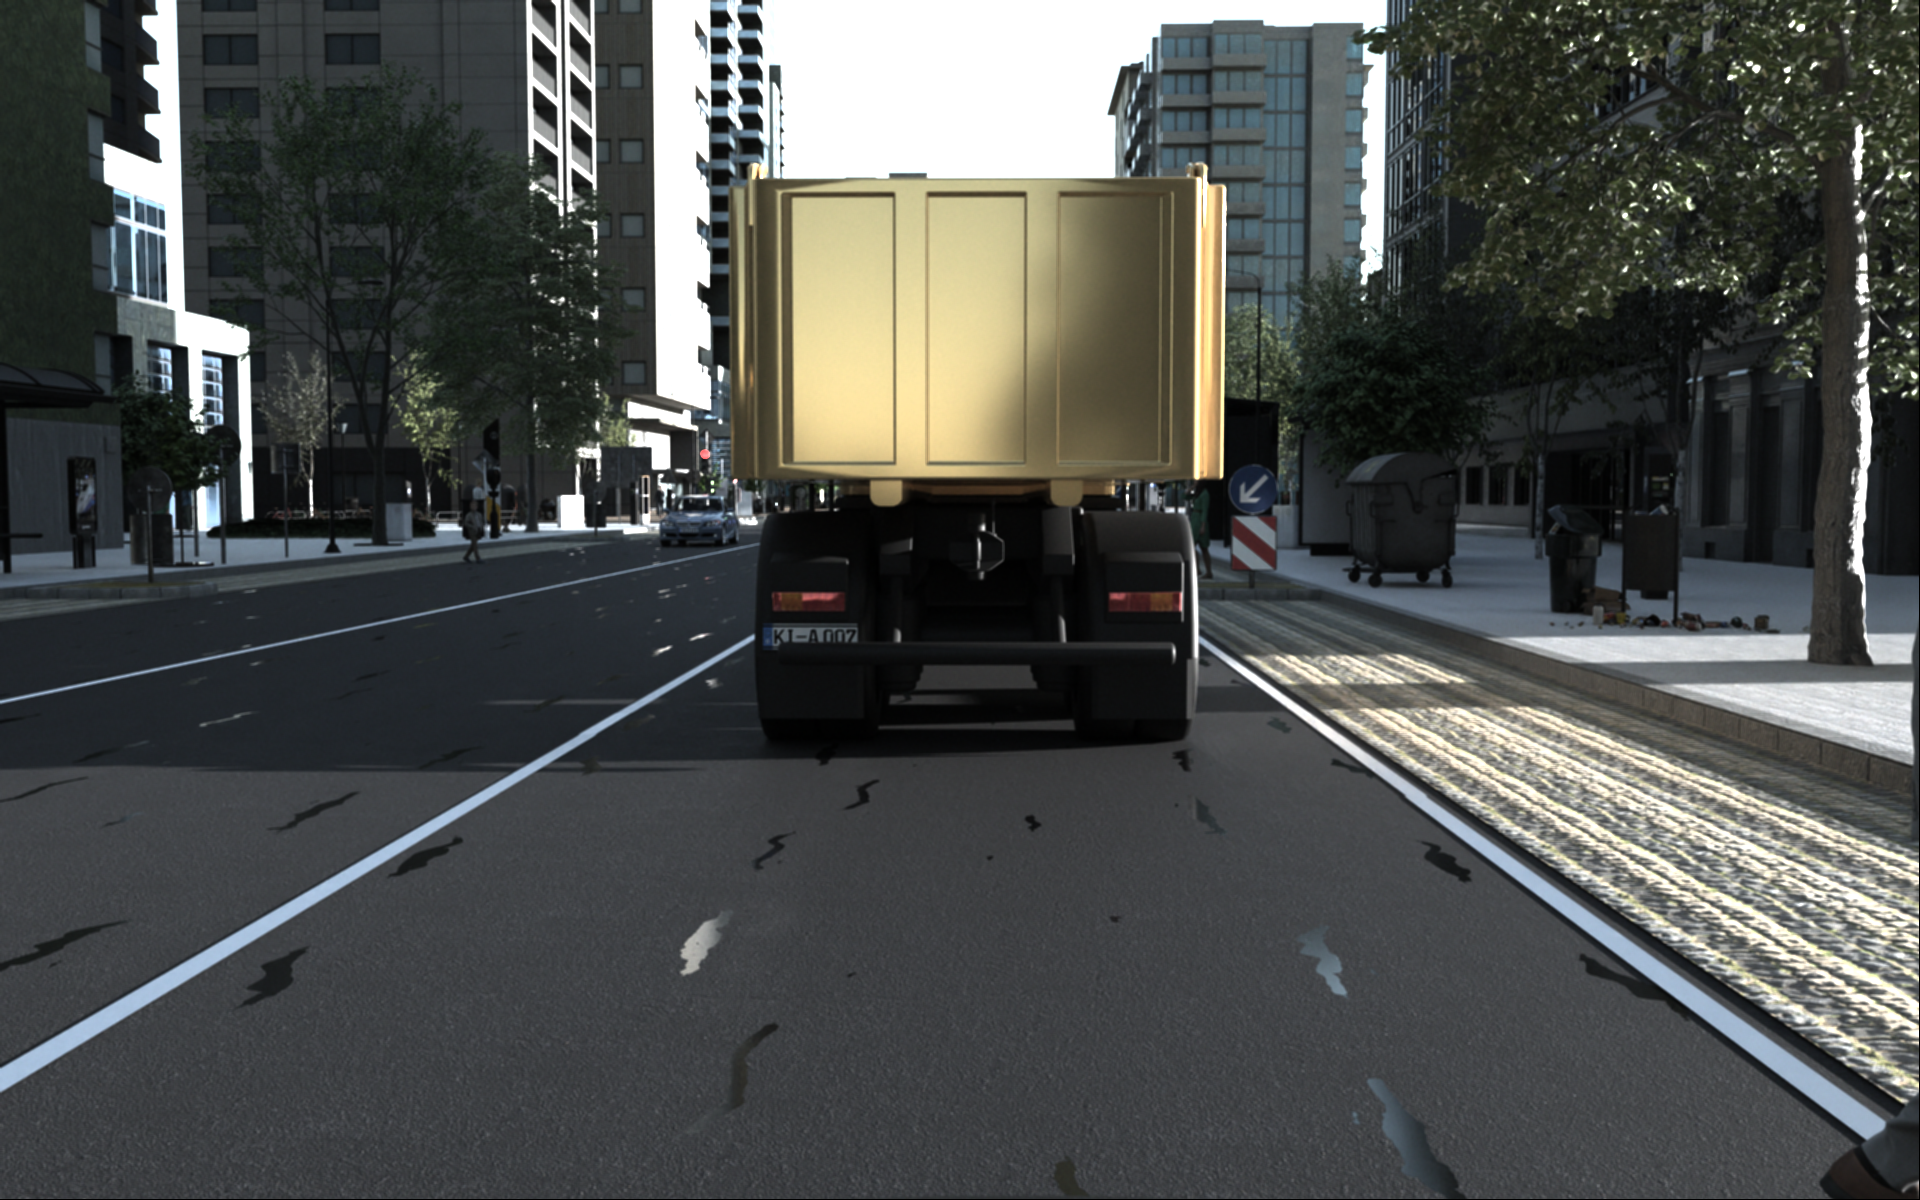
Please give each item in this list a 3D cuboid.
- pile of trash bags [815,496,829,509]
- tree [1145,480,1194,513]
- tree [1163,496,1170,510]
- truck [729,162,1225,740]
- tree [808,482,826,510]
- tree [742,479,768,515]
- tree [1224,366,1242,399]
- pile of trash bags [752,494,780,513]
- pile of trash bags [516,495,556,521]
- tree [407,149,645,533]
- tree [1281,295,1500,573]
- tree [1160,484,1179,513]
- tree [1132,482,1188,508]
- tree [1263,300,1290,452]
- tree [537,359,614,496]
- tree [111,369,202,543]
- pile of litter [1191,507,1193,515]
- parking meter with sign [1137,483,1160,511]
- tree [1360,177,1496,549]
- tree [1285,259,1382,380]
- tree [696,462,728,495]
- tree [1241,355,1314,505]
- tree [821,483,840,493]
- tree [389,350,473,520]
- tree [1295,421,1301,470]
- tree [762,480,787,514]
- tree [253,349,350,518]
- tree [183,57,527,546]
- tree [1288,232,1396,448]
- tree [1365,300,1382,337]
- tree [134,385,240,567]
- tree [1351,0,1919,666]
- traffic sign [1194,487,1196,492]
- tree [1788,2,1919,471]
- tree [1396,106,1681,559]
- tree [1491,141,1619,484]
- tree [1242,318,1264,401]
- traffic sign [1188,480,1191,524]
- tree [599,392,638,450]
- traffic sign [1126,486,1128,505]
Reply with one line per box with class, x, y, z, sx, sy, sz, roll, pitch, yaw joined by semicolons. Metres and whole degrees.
pile of trash bags;-12.674;-8.333;146.002;3.447;1.369;1.912;-3;4;-38
tree;7.188;-4.514;57.513;4.285;4.588;4.351;0;3;0
tree;16.316;-13.016;138.559;9.928;11.665;9.643;0;3;0
truck;0.139;-1.087;13.699;3.469;3.379;9.791;0;4;1
tree;-12.027;-9.064;142.798;1.663;3.219;1.824;0;3;0
tree;-13.058;-6.943;108.124;1.663;3.219;1.824;0;3;0
tree;12.545;-7.320;70.048;4.737;8.622;4.395;0;3;0
pile of trash bags;-13.480;-6.496;115.969;1.912;1.369;3.447;1;4;19
pile of trash bags;-20.090;-4.510;83.484;3.447;1.369;1.912;0;4;-6
tree;-14.497;-8.557;58.036;7.486;12.596;7.792;0;3;0
tree;7.053;-2.755;28.759;4.285;4.588;4.351;0;3;0
tree;13.797;-10.216;117.385;4.737;8.622;4.395;0;3;0
tree;12.705;-9.873;111.791;4.360;8.622;3.978;0;3;0
tree;12.088;-6.260;52.706;4.737;8.622;4.395;0;3;0
tree;-19.056;-8.335;86.647;4.360;8.622;3.978;0;3;0
tree;-21.686;-3.781;45.530;4.285;4.588;4.351;0;3;0
pile of litter;8.426;-2.955;62.275;1.719;0.858;1.176;1;4;19
parking meter with sign;7.358;-4.364;67.606;0.543;3.016;1.738;-2;4;-25
tree;11.403;-5.482;39.995;4.360;8.622;3.978;0;3;0
tree;30.880;-17.228;137.574;12.611;20.169;13.585;0;3;0
tree;-13.387;-5.931;91.568;1.663;3.219;1.824;0;3;0
tree;17.683;-8.633;91.507;4.360;8.622;3.978;0;3;0
tree;-11.981;-10.762;159.668;4.285;4.588;4.351;0;3;0
tree;-26.234;-8.266;85.506;4.737;8.622;4.395;0;3;0
tree;33.045;-14.350;151.623;9.611;12.733;9.660;0;3;0
tree;-12.552;-9.898;112.191;4.360;8.622;3.978;0;3;0
tree;-32.984;-8.363;87.092;4.360;8.622;3.978;0;3;0
tree;-14.507;-7.146;42.591;9.928;11.665;9.643;0;3;0
tree;11.832;-5.914;47.048;4.737;8.622;4.395;0;3;0
tree;28.736;-12.674;113.870;9.857;13.997;8.962;0;3;0
tree;-13.786;-2.202;30.610;1.663;3.219;1.824;0;3;0
tree;6.286;-5.781;12.640;7.486;12.596;7.792;0;3;0
traffic sign;8.290;-3.725;61.017;0.768;2.556;0.104;0;4;2
tree;11.612;-4.420;22.625;4.360;8.622;3.978;0;3;0
tree;11.640;-5.112;33.940;4.737;8.622;4.395;0;3;0
tree;11.828;-4.791;28.699;4.360;8.622;3.978;0;3;0
tree;12.046;-6.560;57.626;4.737;8.622;4.395;0;3;0
traffic sign;6.837;-3.146;51.541;0.768;2.556;0.104;1;4;9
tree;-24.885;-10.653;124.532;4.737;8.622;4.395;0;3;0
traffic sign;6.901;-4.372;71.590;0.768;2.556;0.104;0;4;7
